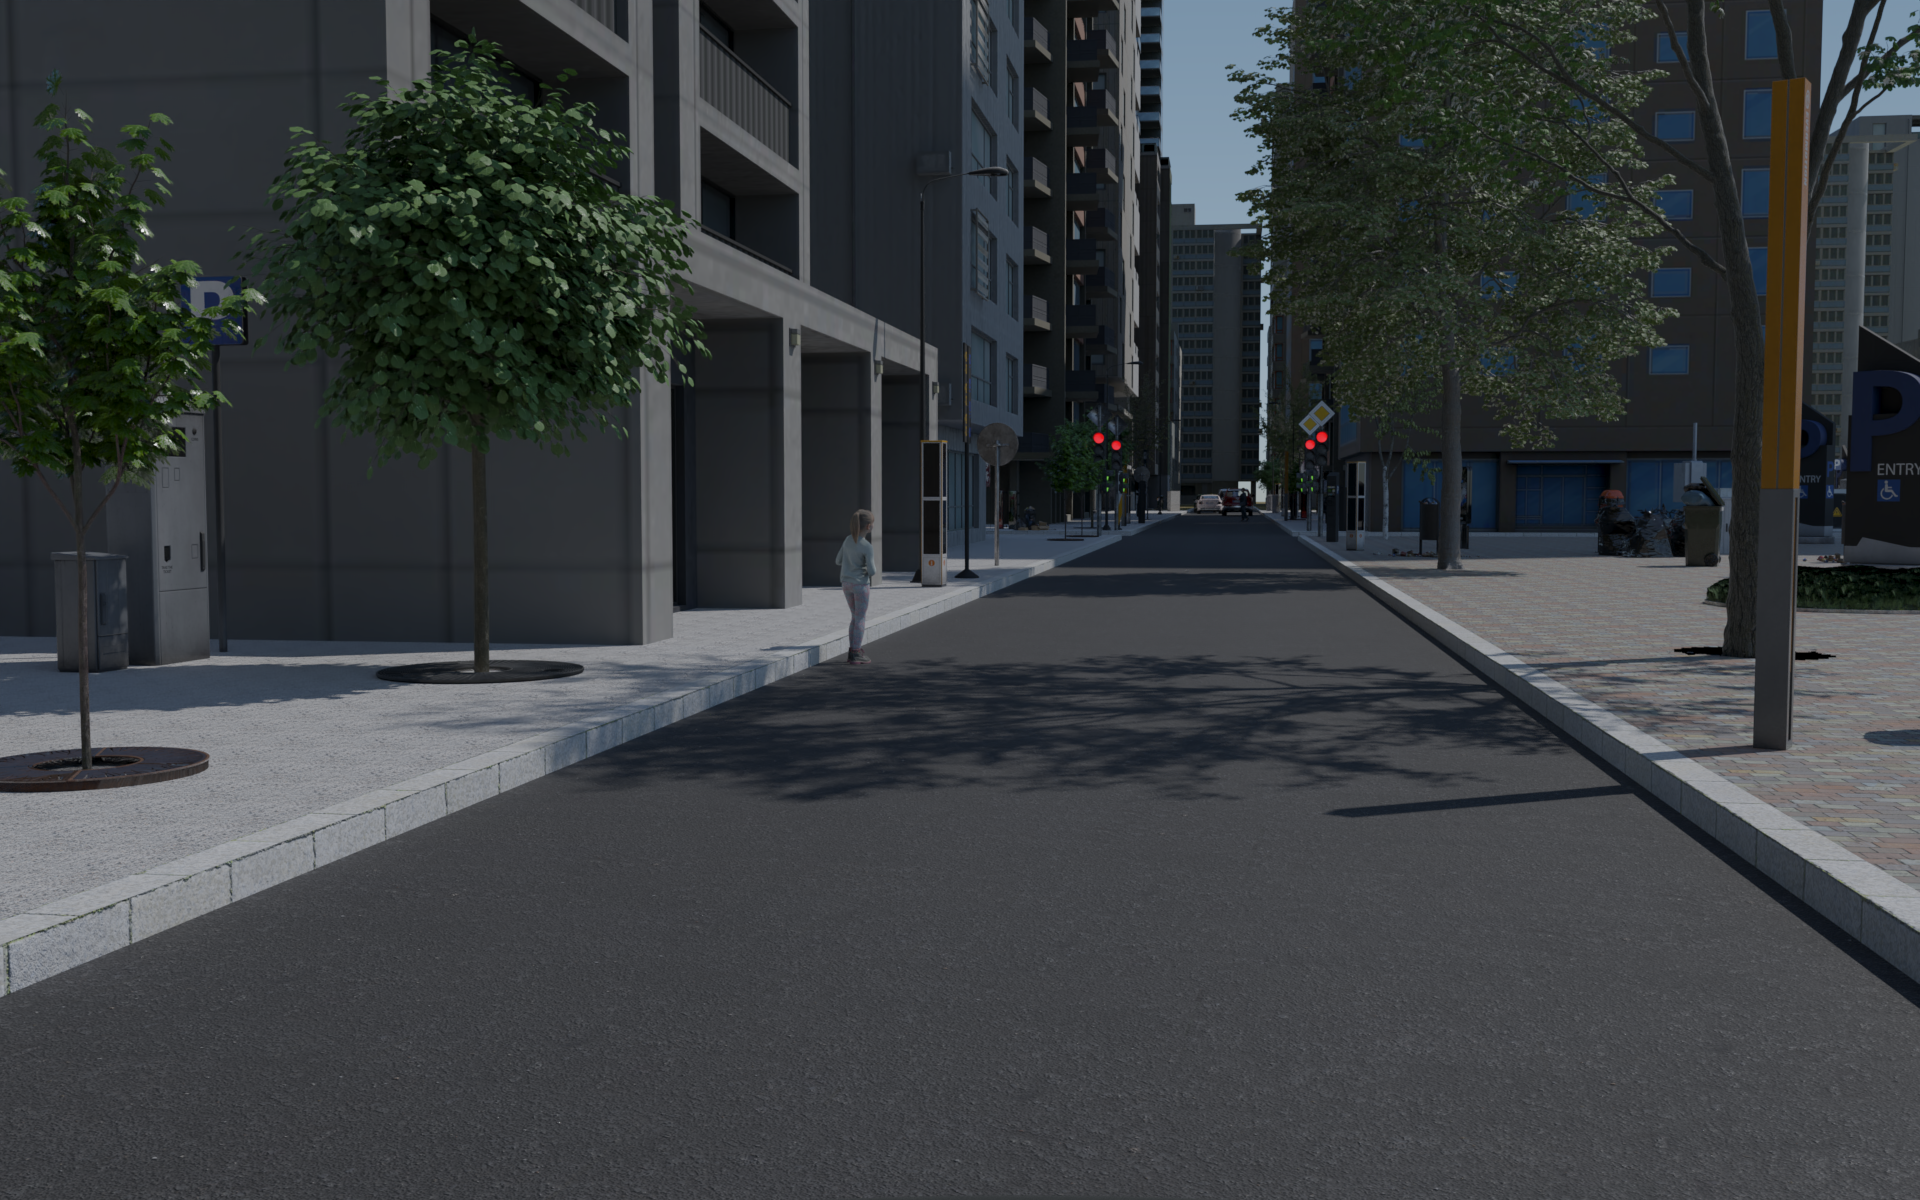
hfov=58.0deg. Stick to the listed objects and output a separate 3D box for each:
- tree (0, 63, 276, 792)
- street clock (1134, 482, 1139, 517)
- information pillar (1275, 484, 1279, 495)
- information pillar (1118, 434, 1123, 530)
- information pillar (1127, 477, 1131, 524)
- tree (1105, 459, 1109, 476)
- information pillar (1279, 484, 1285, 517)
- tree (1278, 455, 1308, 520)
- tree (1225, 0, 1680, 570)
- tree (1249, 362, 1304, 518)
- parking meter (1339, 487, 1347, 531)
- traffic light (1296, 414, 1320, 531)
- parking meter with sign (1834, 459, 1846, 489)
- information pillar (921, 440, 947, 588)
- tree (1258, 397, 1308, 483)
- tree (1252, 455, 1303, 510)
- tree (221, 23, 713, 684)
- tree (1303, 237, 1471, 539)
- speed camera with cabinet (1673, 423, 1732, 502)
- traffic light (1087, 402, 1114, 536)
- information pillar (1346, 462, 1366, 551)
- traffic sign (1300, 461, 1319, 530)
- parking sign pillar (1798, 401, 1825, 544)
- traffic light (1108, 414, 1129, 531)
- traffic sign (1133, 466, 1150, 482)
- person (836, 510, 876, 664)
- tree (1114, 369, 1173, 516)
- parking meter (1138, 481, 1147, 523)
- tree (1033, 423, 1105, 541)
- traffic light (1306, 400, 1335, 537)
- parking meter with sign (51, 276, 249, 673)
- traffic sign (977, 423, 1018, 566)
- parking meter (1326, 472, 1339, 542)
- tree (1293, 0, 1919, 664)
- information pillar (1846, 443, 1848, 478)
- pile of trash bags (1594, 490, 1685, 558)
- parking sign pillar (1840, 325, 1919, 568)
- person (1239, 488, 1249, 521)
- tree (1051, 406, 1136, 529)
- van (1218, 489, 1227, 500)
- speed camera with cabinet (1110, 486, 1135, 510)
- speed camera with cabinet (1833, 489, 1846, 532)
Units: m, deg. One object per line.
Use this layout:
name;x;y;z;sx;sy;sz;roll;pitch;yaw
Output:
tree;-4.076;-0.818;7.974;1.663;3.219;1.824;0;3;0
street clock;10.100;-5.708;97.897;0.471;2.002;0.358;1;4;10
information pillar;22.585;-7.251;123.038;0.304;2.012;0.304;3;4;38
information pillar;5.700;-4.317;61.931;0.183;3.616;0.504;1;4;21
information pillar;7.195;-4.304;74.868;0.304;2.012;0.304;1;4;23
tree;3.694;-3.481;51.513;1.663;3.219;1.824;0;3;0
information pillar;18.587;-5.787;99.109;0.304;2.012;0.304;-1;4;-11
tree;16.496;-5.528;84.984;1.663;3.219;1.824;0;3;0
tree;7.990;-6.808;29.435;7.486;12.596;7.792;0;3;0
tree;18.209;-8.816;94.496;4.737;8.622;4.395;0;3;0
parking meter;13.277;-3.144;59.811;0.372;1.533;0.369;0;3;0
traffic light;12.060;-4.339;59.869;0.839;4.253;0.868;1;4;9
parking meter with sign;43.707;-5.443;85.252;0.543;3.016;1.738;-1;4;-16
information pillar;-0.358;-1.185;23.870;0.304;2.012;0.304;1;4;13
tree;24.377;-10.945;129.305;4.360;8.622;3.978;0;3;0
tree;25.596;-9.662;141.692;4.285;4.588;4.351;0;3;0
tree;-3.505;-1.745;12.246;4.285;4.588;4.351;0;3;0
tree;12.050;-6.006;48.555;4.737;8.622;4.395;0;3;0
speed camera with cabinet;21.046;-3.313;48.501;2.038;3.252;0.660;-1;4;-12
traffic light;4.282;-3.919;52.992;0.839;4.253;0.868;1;4;9
information pillar;8.975;-2.127;39.267;0.304;2.012;0.304;-3;5;-39
traffic sign;12.402;-3.738;61.220;0.768;2.556;0.104;1;4;10
parking sign pillar;21.981;-3.457;44.988;1.447;3.967;1.447;-2;4;-35
traffic light;5.526;-4.401;60.880;0.839;4.253;0.868;1;4;9
traffic sign;8.322;-4.849;79.392;0.768;2.556;0.104;1;4;10
person;-0.858;-0.116;14.671;0.425;1.301;0.394;2;4;27
tree;10.613;-9.352;103.271;4.360;8.622;3.978;0;3;0
parking meter;7.947;-4.281;75.704;0.255;1.863;0.399;0;4;-5
tree;2.926;-3.234;47.471;1.663;3.219;1.824;0;3;0
traffic light;10.815;-3.857;51.981;0.839;4.253;0.868;1;4;9
parking meter with sign;-6.144;-1.034;13.173;0.543;3.016;1.738;1;4;11
traffic sign;0.657;-1.883;30.891;0.768;2.556;0.104;1;4;16
parking meter;9.962;-2.482;46.291;0.255;1.863;0.399;2;4;26
tree;6.358;-5.366;13.492;9.928;11.665;9.643;0;3;0
information pillar;31.305;-4.240;60.675;0.183;3.616;0.504;-2;4;-26
pile of trash bags;14.293;-1.634;36.469;1.912;1.369;3.447;0;4;-4
parking sign pillar;14.690;-2.369;27.200;1.447;3.967;1.447;-3;4;-38
person;14.988;-5.039;91.308;0.534;1.772;0.576;0;4;5
tree;5.014;-4.959;64.793;4.285;4.588;4.351;0;3;0
van;22.015;-8.323;143.096;2.013;2.044;4.112;0;4;8
speed camera with cabinet;12.667;-8.664;135.986;2.038;3.252;0.660;1;4;19
speed camera with cabinet;29.867;-3.885;57.863;2.038;3.252;0.660;1;4;14
